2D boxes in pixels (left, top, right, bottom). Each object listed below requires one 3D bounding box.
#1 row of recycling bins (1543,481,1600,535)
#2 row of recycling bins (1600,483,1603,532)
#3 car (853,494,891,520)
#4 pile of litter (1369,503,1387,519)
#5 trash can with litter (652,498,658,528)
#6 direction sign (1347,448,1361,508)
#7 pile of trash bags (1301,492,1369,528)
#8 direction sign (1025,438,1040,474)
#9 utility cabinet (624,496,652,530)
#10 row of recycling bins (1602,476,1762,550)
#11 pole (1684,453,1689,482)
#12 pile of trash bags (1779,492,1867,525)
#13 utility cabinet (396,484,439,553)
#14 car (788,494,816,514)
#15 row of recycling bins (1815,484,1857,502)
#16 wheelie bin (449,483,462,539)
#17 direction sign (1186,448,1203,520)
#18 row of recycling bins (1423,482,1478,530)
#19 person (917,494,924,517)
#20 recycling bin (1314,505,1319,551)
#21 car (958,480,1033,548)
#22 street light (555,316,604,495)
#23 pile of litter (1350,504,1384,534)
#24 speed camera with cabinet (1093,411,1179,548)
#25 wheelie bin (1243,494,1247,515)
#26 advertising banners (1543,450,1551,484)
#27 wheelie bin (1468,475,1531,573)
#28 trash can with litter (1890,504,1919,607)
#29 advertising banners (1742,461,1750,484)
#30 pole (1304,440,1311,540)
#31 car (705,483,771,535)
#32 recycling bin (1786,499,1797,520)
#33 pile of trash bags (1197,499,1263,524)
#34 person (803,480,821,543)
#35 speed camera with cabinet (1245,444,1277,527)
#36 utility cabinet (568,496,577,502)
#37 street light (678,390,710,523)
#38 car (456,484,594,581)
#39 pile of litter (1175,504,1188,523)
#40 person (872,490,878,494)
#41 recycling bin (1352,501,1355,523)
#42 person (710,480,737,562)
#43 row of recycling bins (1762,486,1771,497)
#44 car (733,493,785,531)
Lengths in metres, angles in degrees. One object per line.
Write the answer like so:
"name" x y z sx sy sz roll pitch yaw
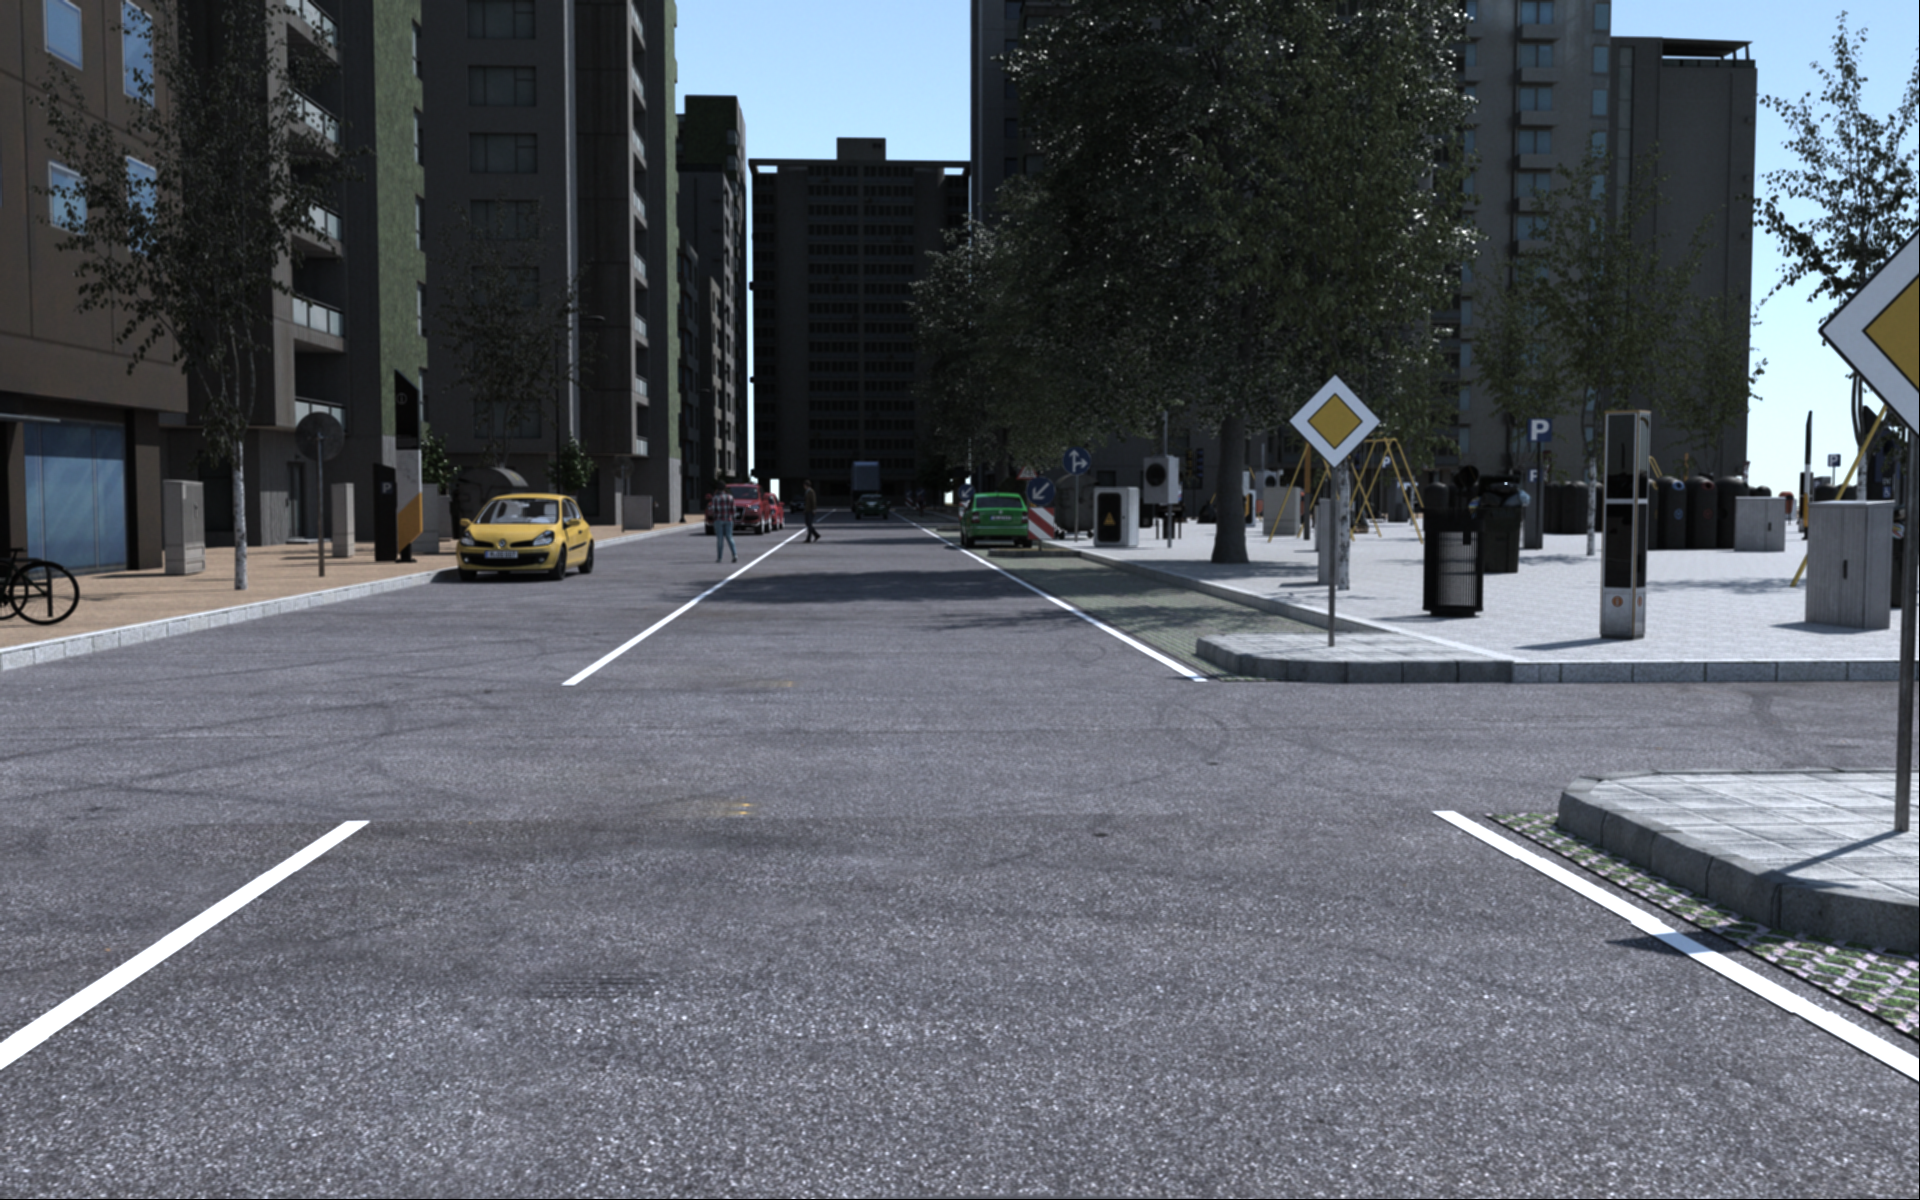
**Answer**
"row of recycling bins" 19.746 -3.027 56.610 1.069 1.692 3.534 0 4 4
"row of recycling bins" 22.282 -3.113 58.004 1.069 1.692 3.534 -2 4 -24
"car" -5.016 -5.313 98.658 2.131 1.459 4.920 0 4 -2
"pile of litter" 21.023 -4.588 88.979 1.719 0.858 1.176 2 4 23
"trash can with litter" -11.634 -3.244 64.432 0.624 1.170 1.055 0 4 3
"direction sign" 13.775 -4.221 61.016 0.379 3.537 0.876 -2 4 -32
"pile of trash bags" 14.011 -3.463 66.364 1.912 1.369 3.447 -3 4 -38
"direction sign" 2.885 -4.707 68.953 0.379 3.537 0.876 -3 5 -40
"utility cabinet" -11.609 -3.126 62.274 1.020 1.237 0.306 0 4 -2
"row of recycling bins" 16.834 -2.035 40.384 3.534 1.692 1.069 -1 4 -21
"pole" 35.986 -5.629 85.883 0.158 3.312 0.155 0 3 0
"pile of trash bags" 36.017 -3.861 72.887 3.447 1.369 1.912 -1 4 -11
"utility cabinet" -11.842 -1.747 37.237 1.173 1.500 0.318 -2 4 -29
"car" -11.551 -7.154 126.752 2.009 1.686 4.222 0 4 -5
"row of recycling bins" 35.586 -3.791 69.095 3.534 1.692 1.069 -2 4 -24
"wheelie bin" -14.046 -2.520 49.116 0.980 1.594 0.693 2 4 34
"direction sign" 11.639 -5.751 86.027 0.876 3.537 0.379 1 4 19
"row of recycling bins" 18.064 -3.349 61.866 3.534 1.692 1.069 -2 4 -28
"person" -2.438 -5.913 108.415 0.421 1.427 0.697 1 4 13
"recycling bin" 8.377 -1.623 39.088 0.722 1.027 0.722 1 4 8
"car" 0.952 -2.335 46.975 1.959 1.807 4.718 0 4 -3
"street light" -9.992 -4.455 45.386 1.470 5.913 1.316 0 4 -3
"pile of litter" 12.850 -2.611 56.659 1.719 0.858 1.176 0 4 2
"speed camera with cabinet" 4.225 -2.895 41.676 2.038 3.252 0.660 2 4 34
"wheelie bin" 8.756 -2.883 55.038 0.693 1.594 0.980 1 4 11
"advertising banners" 23.811 -4.447 68.904 0.090 3.025 2.074 -1 4 -18
"wheelie bin" 8.851 -1.251 28.356 0.980 1.594 0.693 0 4 4
"trash can with litter" 10.455 -0.520 19.897 0.624 1.170 1.055 -2 4 -29
"advertising banners" 40.776 -5.810 91.189 2.074 3.025 0.090 -1 4 -20
"pole" 9.710 -3.338 48.412 0.158 3.312 0.155 0 3 0
"car" -7.941 -3.277 62.257 2.281 1.827 5.304 0 4 -2
"recycling bin" 40.545 -4.426 84.917 0.722 1.027 0.722 3 5 42
"pile of trash bags" 12.084 -4.045 75.881 3.447 1.369 1.912 -3 5 -40
"person" -4.452 -2.629 51.393 0.656 1.842 0.836 2 4 34
"speed camera with cabinet" 11.391 -4.471 67.429 2.038 3.252 0.660 -2 4 -32
"utility cabinet" -10.915 -2.266 48.219 0.306 1.237 1.020 -1 4 -23
"street light" -11.839 -6.399 77.158 1.470 5.913 1.316 0 4 -3
"car" -7.463 -1.203 29.890 2.015 1.641 3.980 0 4 -2
"pile of litter" 9.763 -3.926 78.161 1.176 0.858 1.719 1 4 19
"person" -5.902 -6.903 122.171 0.445 1.727 0.742 1 4 17
"recycling bin" 13.798 -3.057 62.530 0.722 1.027 0.722 0 4 -7
"person" -4.976 -1.657 36.428 0.563 1.720 0.643 -2 4 -27
"row of recycling bins" 39.902 -4.980 88.532 1.069 1.692 3.534 -2 4 -25
"car" -8.015 -3.659 68.861 2.155 1.783 4.494 0 4 -2
